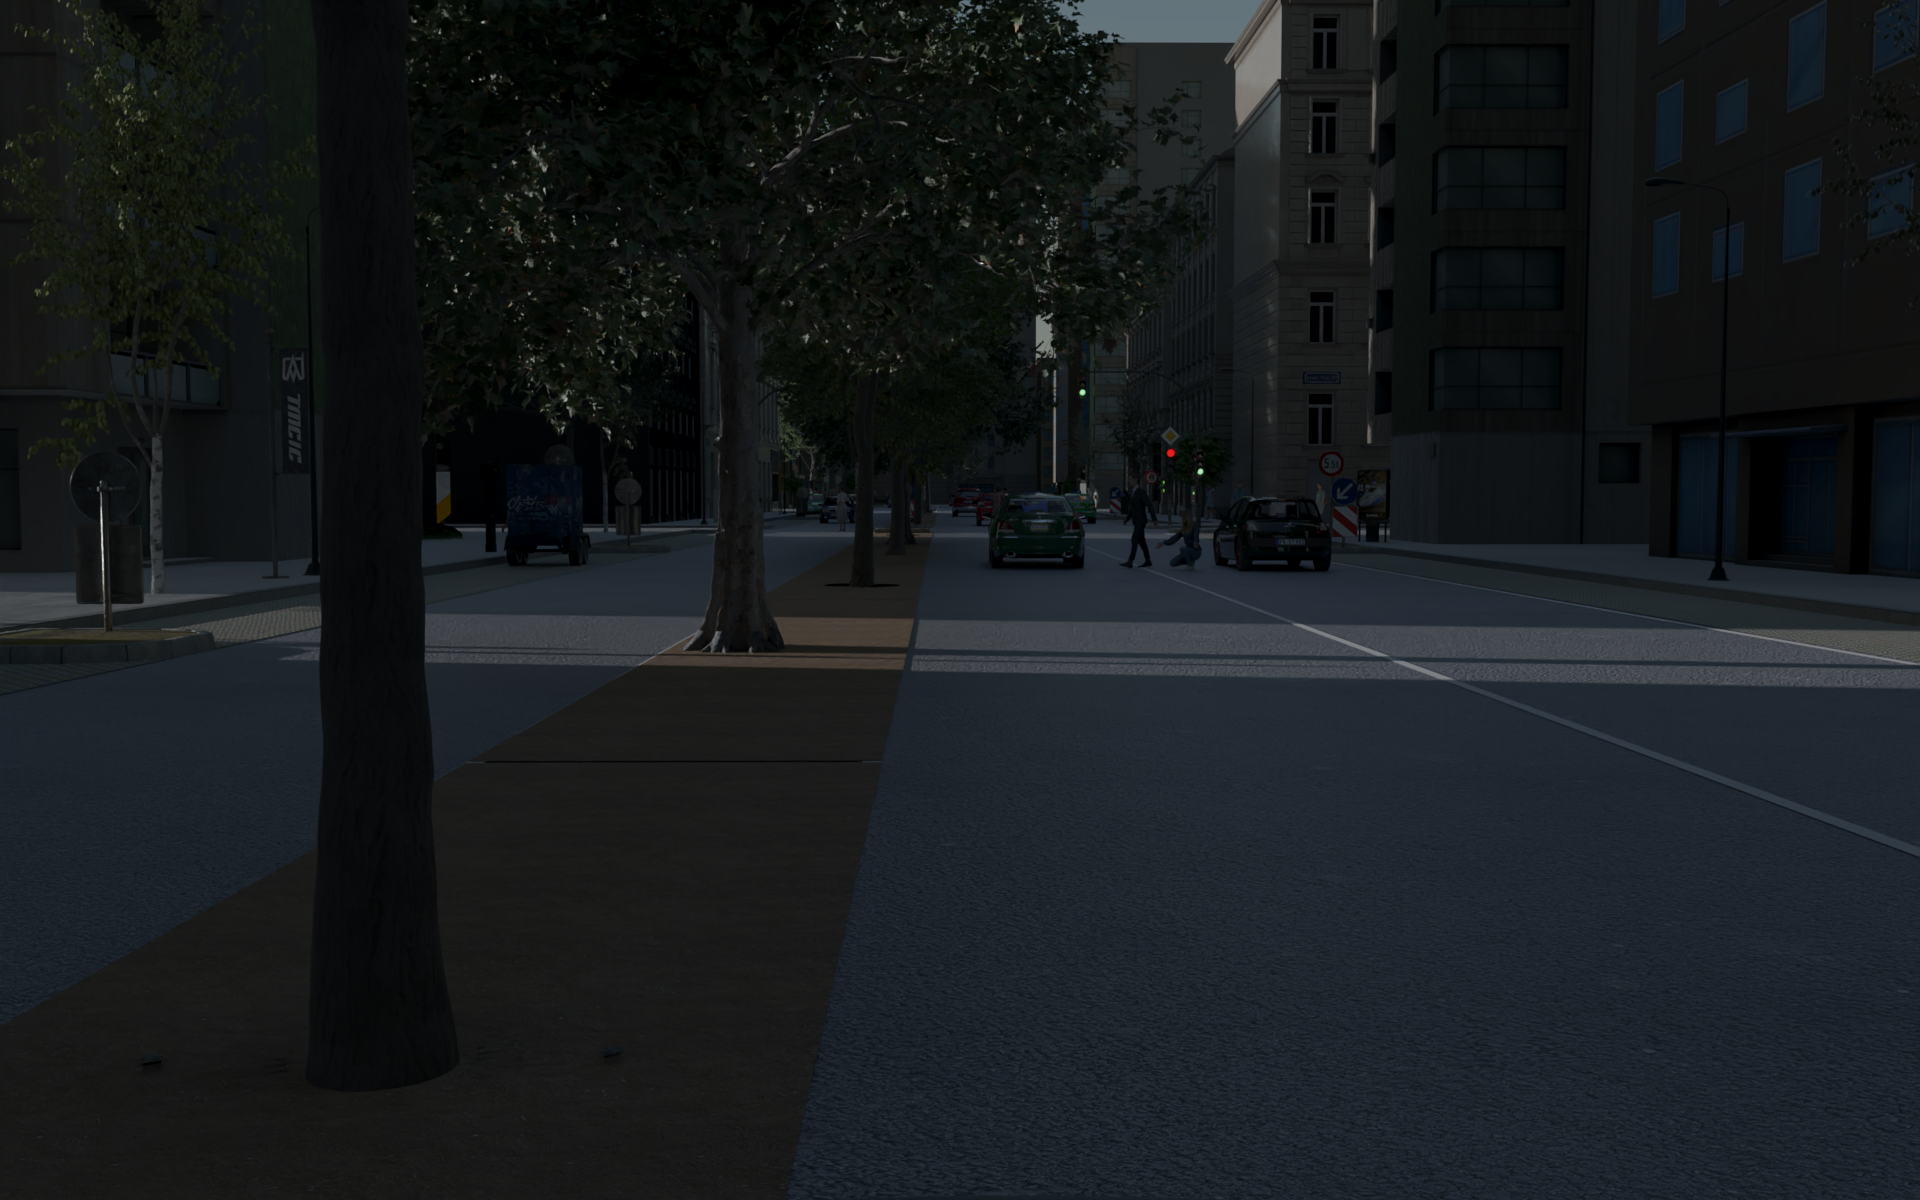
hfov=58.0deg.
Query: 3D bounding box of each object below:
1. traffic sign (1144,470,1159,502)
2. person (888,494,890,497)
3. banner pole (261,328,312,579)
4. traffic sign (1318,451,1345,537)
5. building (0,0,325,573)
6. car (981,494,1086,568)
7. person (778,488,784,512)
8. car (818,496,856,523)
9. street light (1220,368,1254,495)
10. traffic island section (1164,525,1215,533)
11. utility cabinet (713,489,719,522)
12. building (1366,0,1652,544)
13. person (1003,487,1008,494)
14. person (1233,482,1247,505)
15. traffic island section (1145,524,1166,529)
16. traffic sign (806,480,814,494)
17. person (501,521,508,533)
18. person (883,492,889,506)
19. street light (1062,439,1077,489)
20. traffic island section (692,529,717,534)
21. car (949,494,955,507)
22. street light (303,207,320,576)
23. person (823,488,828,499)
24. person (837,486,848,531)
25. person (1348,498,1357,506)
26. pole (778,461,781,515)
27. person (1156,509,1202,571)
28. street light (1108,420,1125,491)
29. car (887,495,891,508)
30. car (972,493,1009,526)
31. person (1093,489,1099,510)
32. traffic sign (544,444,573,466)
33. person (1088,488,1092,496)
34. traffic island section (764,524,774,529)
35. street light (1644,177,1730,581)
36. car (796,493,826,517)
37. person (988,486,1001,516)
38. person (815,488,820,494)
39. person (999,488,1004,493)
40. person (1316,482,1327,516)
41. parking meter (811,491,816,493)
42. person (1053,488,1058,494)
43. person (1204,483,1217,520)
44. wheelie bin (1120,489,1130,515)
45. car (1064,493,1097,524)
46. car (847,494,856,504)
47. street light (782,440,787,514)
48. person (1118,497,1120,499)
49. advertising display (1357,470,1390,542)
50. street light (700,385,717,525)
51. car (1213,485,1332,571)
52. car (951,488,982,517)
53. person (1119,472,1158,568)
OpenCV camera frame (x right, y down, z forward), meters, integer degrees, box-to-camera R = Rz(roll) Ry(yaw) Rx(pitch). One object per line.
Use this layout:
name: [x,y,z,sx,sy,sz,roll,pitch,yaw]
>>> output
traffic sign: [10.206,-5.639,92.295,0.768,2.556,0.104,0,4,4]
person: [-7.910,-11.094,193.140,0.557,1.426,1.065,-1,4,-9]
banner pole: [-10.211,-2.216,26.242,0.863,3.779,0.401,1,4,13]
traffic sign: [10.870,-3.099,50.771,0.768,2.556,0.104,0,4,4]
building: [-19.972,-21.178,29.862,14.154,41.232,14.086,0,4,-1]
car: [1.501,-1.409,34.835,2.131,1.459,4.920,0,4,0]
person: [-12.532,-6.988,121.299,0.522,1.701,0.512,-2,4,-25]
car: [-6.009,-4.477,85.781,1.945,1.354,3.894,0,4,-1]
street light: [10.267,-5.594,64.010,1.470,5.913,1.316,0,4,-1]
traffic island section: [8.833,-2.559,64.122,2.009,0.180,2.903,0,4,-1]
utility cabinet: [-10.825,-4.220,77.678,0.318,1.500,1.173,0,4,1]
building: [19.154,-17.038,50.275,14.160,30.474,14.107,0,4,-1]
person: [2.480,-5.392,96.843,0.466,1.800,0.511,0,4,-7]
person: [11.765,-4.054,72.676,0.601,1.785,0.444,2,4,27]
traffic island section: [8.745,-3.047,72.106,2.009,0.180,2.903,0,4,-1]
traffic sign: [-11.304,-7.836,130.247,0.606,2.300,0.079,0,4,7]
person: [-14.729,-3.086,56.729,0.641,1.798,0.478,0,4,6]
person: [-8.843,-12.370,211.475,1.217,1.736,0.721,0,4,-6]
street light: [9.360,-10.679,147.150,1.470,5.913,1.316,0,4,-1]
traffic island section: [-8.708,-2.548,63.936,2.009,0.180,2.903,0,4,-1]
car: [-0.358,-11.375,197.981,2.014,1.417,4.499,0,4,-1]
street light: [-9.660,-3.344,27.223,1.470,5.913,1.316,0,4,-1]
person: [-12.941,-9.821,166.624,1.348,1.823,0.705,-3,4,-38]
person: [-4.576,-3.519,66.603,0.480,1.755,0.524,-3,5,-44]
person: [16.556,-4.076,72.882,0.583,1.804,0.606,-3,5,-41]
pole: [-11.119,-6.917,106.938,0.158,3.312,0.155,0,3,0]
person: [4.251,-1.132,32.509,0.738,1.151,1.012,-2,4,-27]
street light: [9.834,-8.369,109.374,1.470,5.913,1.316,0,4,-1]
car: [-6.682,-10.406,182.145,2.014,1.417,4.499,0,4,0]
car: [1.634,-4.297,79.303,2.155,1.783,4.494,0,3,0]
person: [10.651,-7.847,135.343,0.522,1.701,0.512,-2,4,-35]
traffic sign: [-10.291,-2.709,44.399,0.768,2.556,0.104,0,4,8]
person: [10.574,-8.280,141.540,0.853,1.813,0.709,-2,4,-25]
traffic island section: [-8.795,-3.036,71.920,2.009,0.180,2.903,0,4,-1]
street light: [10.736,-3.244,25.577,1.470,5.913,1.316,0,4,-1]
car: [-8.975,-5.933,105.803,1.959,1.807,4.718,0,4,1]
person: [1.512,-4.136,76.478,0.532,1.782,0.716,-1,4,-12]
person: [-12.573,-8.869,150.984,0.705,1.831,1.348,3,5,44]
person: [2.672,-6.264,111.103,0.473,1.802,0.592,1,4,13]
person: [12.946,-3.377,62.254,0.522,1.701,0.512,-1,4,-20]
parking meter: [-11.262,-7.632,133.200,0.372,1.533,0.369,0,3,0]
person: [5.344,-5.782,103.257,1.509,1.804,0.699,-1,4,-17]
person: [12.542,-4.910,86.422,0.778,1.811,0.616,0,4,-6]
wheelie bin: [10.257,-6.098,107.614,0.693,1.594,0.980,1,4,13]
car: [5.703,-4.657,84.937,1.959,1.807,4.718,0,4,1]
car: [-6.541,-6.065,109.380,2.015,1.641,3.980,0,4,-2]
street light: [-10.712,-8.462,110.901,1.470,5.913,1.316,0,4,-1]
person: [10.646,-6.707,116.703,0.512,1.701,0.522,1,4,10]
advertising display: [11.013,-2.506,46.192,0.123,1.923,0.974,-3,5,-39]
street light: [-10.217,-6.120,72.603,1.470,5.913,1.316,0,4,-1]
car: [6.003,-1.456,33.594,2.009,1.686,4.222,0,4,-1]
car: [0.548,-6.196,109.980,2.281,1.827,5.304,0,4,1]
person: [3.398,-1.546,33.548,0.755,1.850,0.659,-1,4,-15]
